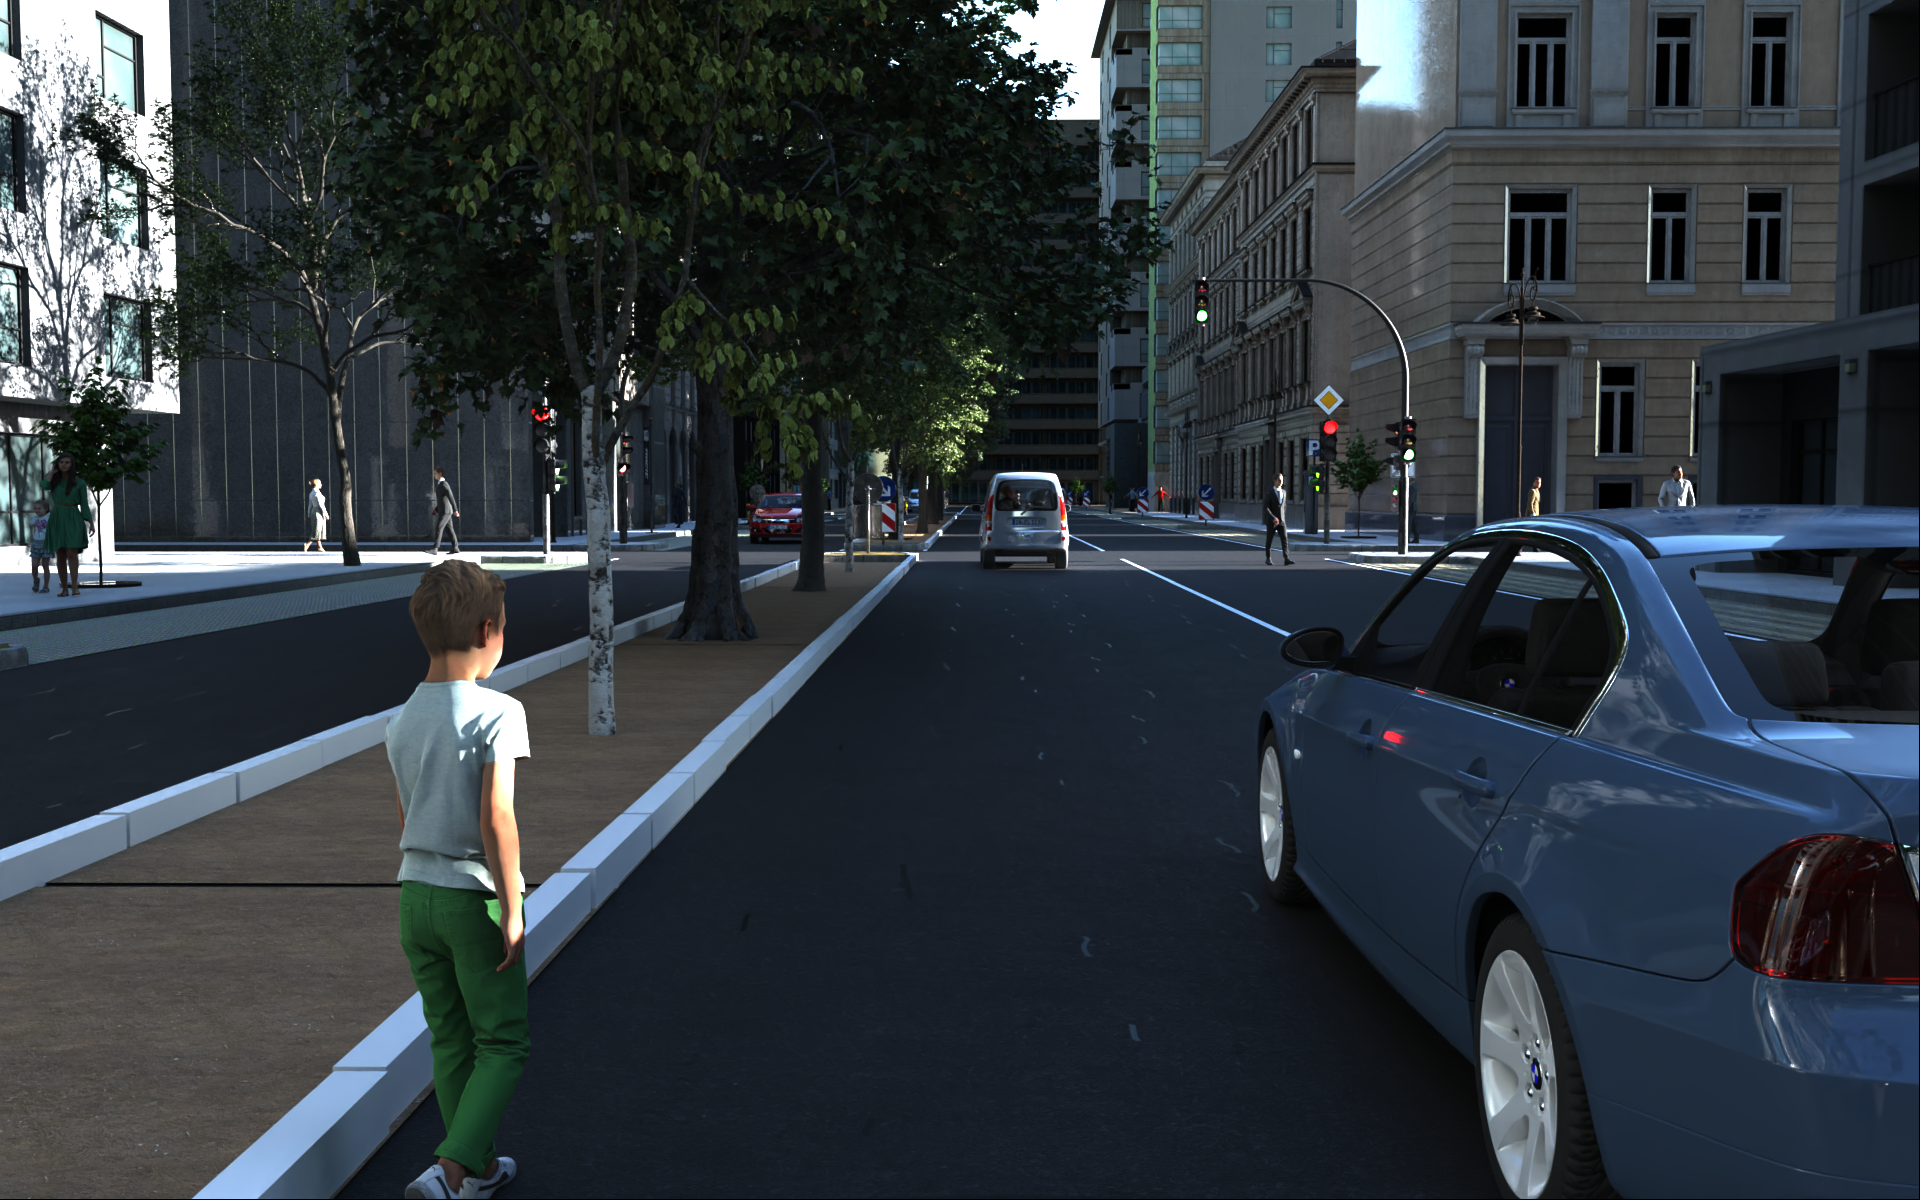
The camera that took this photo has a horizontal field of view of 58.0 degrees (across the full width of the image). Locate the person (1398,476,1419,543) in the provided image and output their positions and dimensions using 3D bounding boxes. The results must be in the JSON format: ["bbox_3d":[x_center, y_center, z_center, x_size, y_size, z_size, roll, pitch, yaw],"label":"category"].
[{"bbox_3d":[11.677,-2.381,45.153,0.590,1.801,0.661,2,4,27],"label":"person"}]

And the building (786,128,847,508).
[{"bbox_3d":[-21.065,-44.069,158.780,20.563,71.187,20.611,0,4,1],"label":"building"}]

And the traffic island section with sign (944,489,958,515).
[{"bbox_3d":[-1.119,-6.821,119.658,2.006,1.907,1.989,0,4,1],"label":"traffic island section with sign"}]

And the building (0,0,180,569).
[{"bbox_3d":[-22.447,-15.777,29.661,14.107,30.474,14.160,0,4,1],"label":"building"}]

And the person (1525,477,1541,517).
[{"bbox_3d":[13.593,-2.003,41.165,0.836,1.842,0.656,-1,4,-13],"label":"person"}]

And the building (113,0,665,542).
[{"bbox_3d":[-17.314,-14.509,55.250,12.078,24.808,19.932,0,4,1],"label":"building"}]

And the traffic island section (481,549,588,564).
[{"bbox_3d":[-8.836,-0.898,36.957,2.009,0.180,2.903,0,4,1],"label":"traffic island section"}]

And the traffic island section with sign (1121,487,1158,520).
[{"bbox_3d":[10.079,-5.418,97.220,1.989,1.847,2.006,0,4,1],"label":"traffic island section with sign"}]

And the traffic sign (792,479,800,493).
[{"bbox_3d":[-9.791,-6.357,104.043,0.768,2.556,0.104,0,4,7],"label":"traffic sign"}]

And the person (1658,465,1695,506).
[{"bbox_3d":[13.934,-1.701,33.701,0.661,1.843,0.795,1,4,18],"label":"person"}]

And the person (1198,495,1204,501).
[{"bbox_3d":[12.255,-4.933,87.695,0.522,1.701,0.512,-3,5,-43],"label":"person"}]

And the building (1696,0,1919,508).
[{"bbox_3d":[22.433,-35.369,16.531,20.563,71.187,20.611,0,4,1],"label":"building"}]

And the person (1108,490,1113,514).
[{"bbox_3d":[10.805,-6.980,123.454,0.721,1.723,1.217,1,4,10],"label":"person"}]

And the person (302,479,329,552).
[{"bbox_3d":[-15.533,-2.016,41.684,0.641,1.798,0.478,-2,4,-33],"label":"person"}]

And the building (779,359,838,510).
[{"bbox_3d":[-24.591,-17.773,135.625,27.650,21.520,28.899,0,4,1],"label":"building"}]

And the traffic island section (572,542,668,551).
[{"bbox_3d":[-8.749,-1.386,44.942,2.009,0.180,2.903,0,4,1],"label":"traffic island section"}]

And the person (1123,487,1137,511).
[{"bbox_3d":[12.996,-7.681,131.638,1.348,1.822,0.705,3,5,45],"label":"person"}]

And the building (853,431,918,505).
[{"bbox_3d":[-19.026,-36.475,215.982,30.456,49.044,23.786,0,4,1],"label":"building"}]

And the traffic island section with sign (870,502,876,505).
[{"bbox_3d":[-7.318,-8.444,146.692,1.989,1.847,2.006,0,4,1],"label":"traffic island section with sign"}]

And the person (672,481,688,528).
[{"bbox_3d":[-10.617,-3.611,65.510,0.534,1.772,0.576,3,5,42],"label":"person"}]

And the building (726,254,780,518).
[{"bbox_3d":[-17.364,-16.450,98.634,12.332,23.373,15.834,0,4,1],"label":"building"}]

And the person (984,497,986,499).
[{"bbox_3d":[3.277,-10.794,185.072,1.350,1.814,0.705,1,4,12],"label":"person"}]

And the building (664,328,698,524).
[{"bbox_3d":[-18.371,-14.440,77.893,13.314,21.916,24.055,0,4,1],"label":"building"}]

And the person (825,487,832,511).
[{"bbox_3d":[-10.220,-7.886,134.971,0.705,1.826,1.348,1,4,15],"label":"person"}]

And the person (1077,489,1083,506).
[{"bbox_3d":[13.070,-11.137,188.143,0.705,1.823,1.348,2,4,25],"label":"person"}]

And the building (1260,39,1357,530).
[{"bbox_3d":[17.343,-12.603,70.683,10.561,19.102,19.286,0,4,1],"label":"building"}]

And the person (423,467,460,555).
[{"bbox_3d":[-10.943,-1.877,36.516,0.755,1.850,0.659,-1,4,-17],"label":"person"}]

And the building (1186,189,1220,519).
[{"bbox_3d":[18.102,-13.780,89.926,10.561,19.102,19.286,0,4,1],"label":"building"}]

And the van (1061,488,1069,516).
[{"bbox_3d":[6.374,-6.716,116.820,2.013,2.044,4.112,0,4,1],"label":"van"}]

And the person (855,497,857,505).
[{"bbox_3d":[-9.672,-9.764,165.552,0.709,1.838,0.599,2,4,29],"label":"person"}]

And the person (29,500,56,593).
[{"bbox_3d":[-11.846,-0.700,22.502,0.505,1.210,0.382,0,4,-4],"label":"person"}]

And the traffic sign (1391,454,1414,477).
[{"bbox_3d":[11.187,-2.550,43.821,0.606,2.300,0.079,0,4,2],"label":"traffic sign"}]

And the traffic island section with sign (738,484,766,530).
[{"bbox_3d":[-8.156,-3.743,69.822,1.989,1.847,2.006,0,4,1],"label":"traffic island section with sign"}]

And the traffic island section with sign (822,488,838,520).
[{"bbox_3d":[-7.856,-5.391,96.776,1.989,1.847,2.006,0,4,1],"label":"traffic island section with sign"}]

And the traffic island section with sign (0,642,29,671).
[{"bbox_3d":[-8.769,-0.326,13.953,1.989,1.847,2.006,0,4,1],"label":"traffic island section with sign"}]

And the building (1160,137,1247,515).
[{"bbox_3d":[19.097,-17.183,109.827,11.050,23.489,19.941,0,4,1],"label":"building"}]

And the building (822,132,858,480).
[{"bbox_3d":[-18.273,-30.789,186.991,14.086,41.232,14.154,0,4,1],"label":"building"}]

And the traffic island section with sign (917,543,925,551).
[{"bbox_3d":[-1.927,-2.226,44.524,2.006,1.907,1.989,0,4,1],"label":"traffic island section with sign"}]

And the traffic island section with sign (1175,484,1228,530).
[{"bbox_3d":[9.786,-3.770,70.266,1.989,1.847,2.006,0,4,1],"label":"traffic island section with sign"}]

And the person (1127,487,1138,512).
[{"bbox_3d":[12.621,-7.359,126.349,0.705,1.826,1.348,-3,4,-36],"label":"person"}]

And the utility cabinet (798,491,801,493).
[{"bbox_3d":[-9.859,-6.069,107.914,0.318,1.500,1.173,0,4,2],"label":"utility cabinet"}]

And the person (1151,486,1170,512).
[{"bbox_3d":[14.051,-7.049,121.235,1.348,1.831,0.705,0,4,6],"label":"person"}]

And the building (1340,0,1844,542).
[{"bbox_3d":[22.817,-16.264,51.828,20.117,28.700,13.634,0,4,1],"label":"building"}]

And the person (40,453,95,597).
[{"bbox_3d":[-11.137,-0.938,21.622,0.600,1.795,0.529,-2,4,-28],"label":"person"}]

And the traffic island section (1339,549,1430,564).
[{"bbox_3d":[9.404,-0.885,36.755,2.009,0.180,2.903,0,4,1],"label":"traffic island section"}]

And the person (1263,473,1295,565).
[{"bbox_3d":[6.420,-1.624,34.833,0.659,1.850,0.755,-2,4,-26],"label":"person"}]

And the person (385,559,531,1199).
[{"bbox_3d":[-0.972,0.575,3.342,0.306,1.304,0.590,0,4,3],"label":"person"}]

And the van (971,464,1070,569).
[{"bbox_3d":[1.242,-1.689,34.635,2.013,2.044,4.112,0,4,0],"label":"van"}]

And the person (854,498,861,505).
[{"bbox_3d":[-7.452,-7.196,126.863,0.721,1.736,1.217,-2,4,-30],"label":"person"}]

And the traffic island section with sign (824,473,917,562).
[{"bbox_3d":[-2.017,-1.773,37.117,2.006,1.907,1.989,0,4,1],"label":"traffic island section with sign"}]

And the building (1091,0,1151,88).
[{"bbox_3d":[28.739,-36.146,180.223,28.713,52.752,27.495,0,4,1],"label":"building"}]

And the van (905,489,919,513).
[{"bbox_3d":[-3.256,-7.878,135.820,2.013,2.044,4.112,0,4,2],"label":"van"}]

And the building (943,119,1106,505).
[{"bbox_3d":[6.985,-36.122,214.298,21.600,48.544,21.300,0,4,1],"label":"building"}]

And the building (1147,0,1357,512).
[{"bbox_3d":[20.880,-27.199,128.298,14.154,41.232,14.086,0,4,1],"label":"building"}]

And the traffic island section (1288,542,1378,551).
[{"bbox_3d":[9.491,-1.374,44.739,2.009,0.180,2.903,0,4,1],"label":"traffic island section"}]

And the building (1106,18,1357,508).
[{"bbox_3d":[25.084,-51.174,149.372,22.319,86.520,31.000,0,4,1],"label":"building"}]
